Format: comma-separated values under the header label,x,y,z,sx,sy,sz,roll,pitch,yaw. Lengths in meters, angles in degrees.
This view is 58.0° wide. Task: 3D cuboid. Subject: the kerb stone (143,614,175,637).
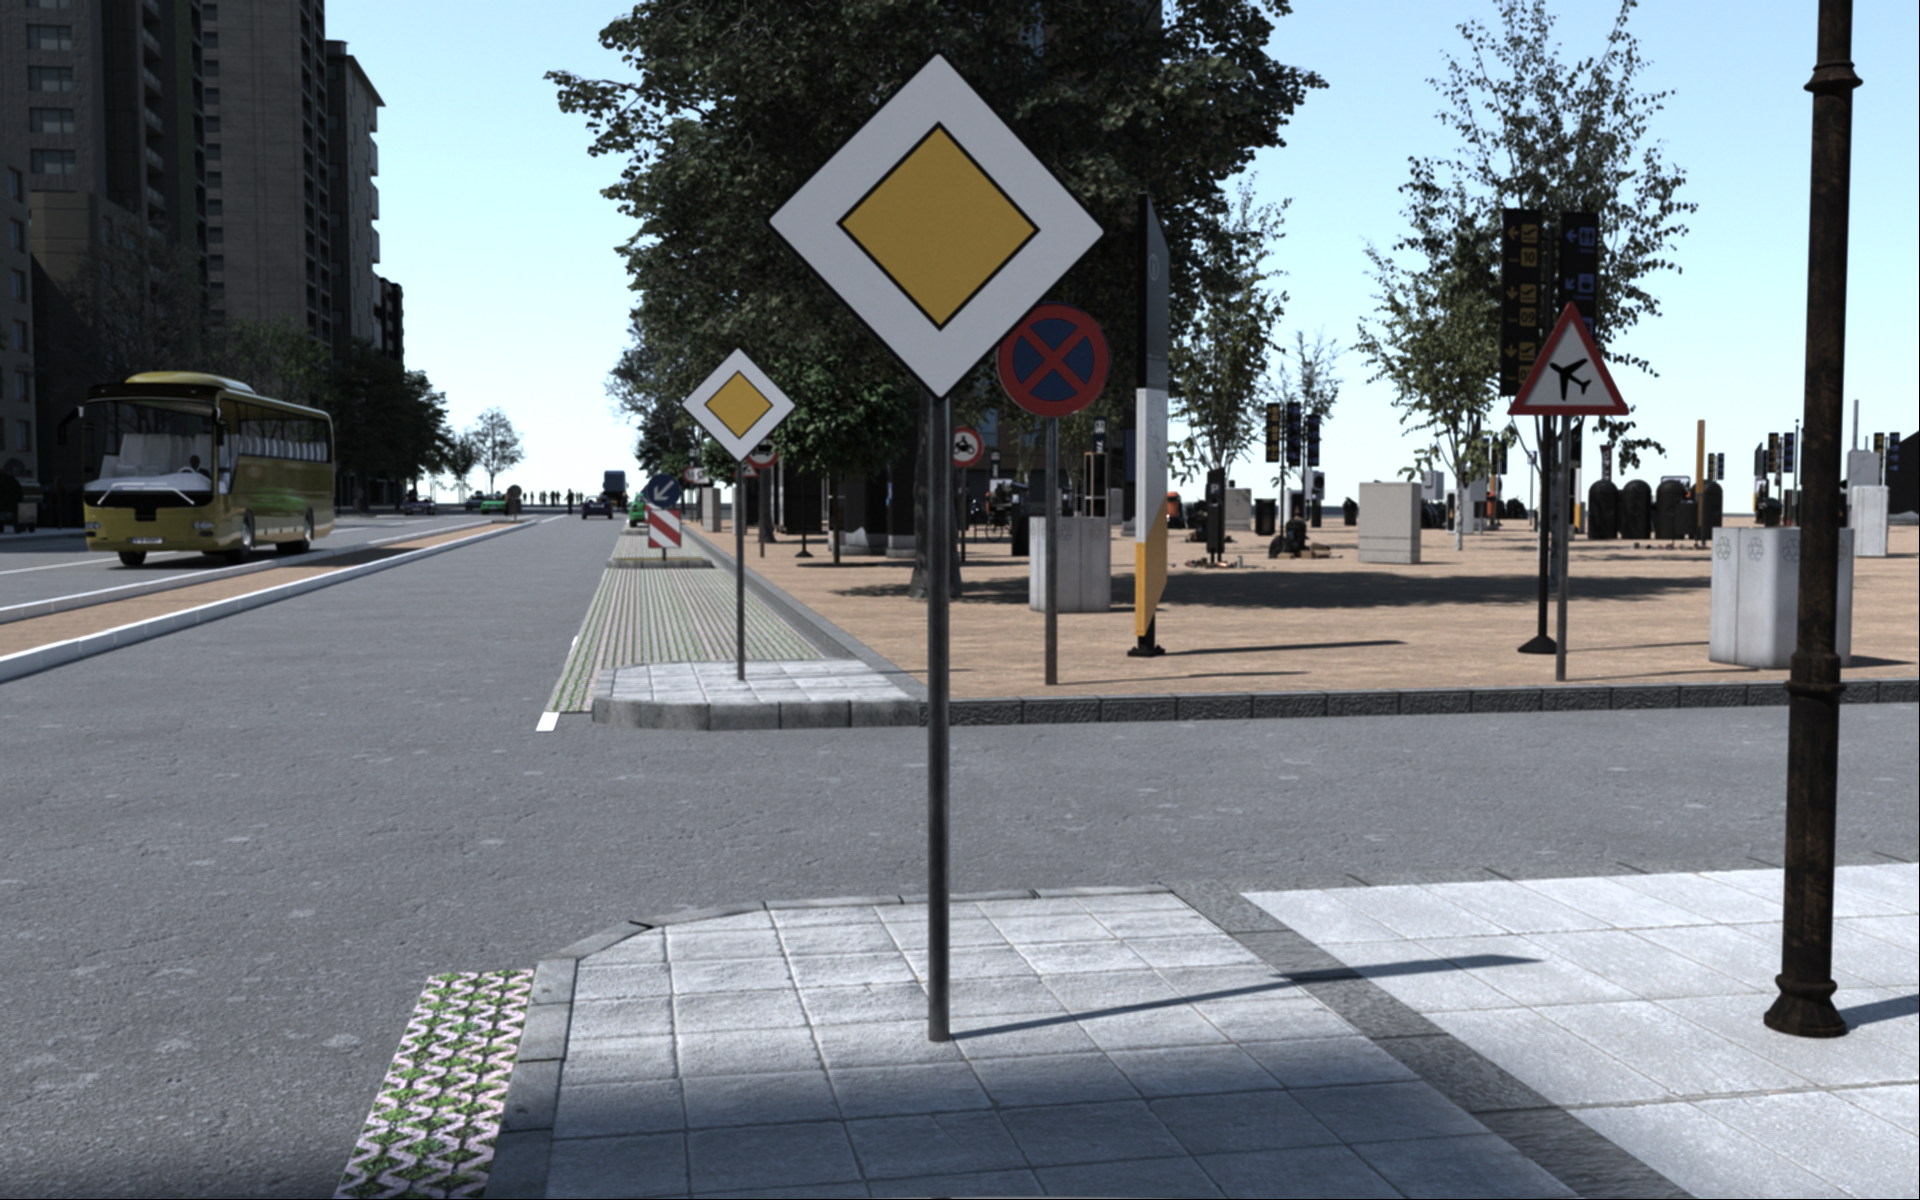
label,x,y,z,sx,sy,sz,roll,pitch,yaw
kerb stone,-8.248,0.274,17.716,0.120,0.150,1.000,-1,4,-10

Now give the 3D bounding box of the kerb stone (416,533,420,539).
label,x,y,z,sx,sy,sz,roll,pitch,yaw
kerb stone,-17.215,-1.980,54.568,0.120,0.150,1.000,-1,4,-10

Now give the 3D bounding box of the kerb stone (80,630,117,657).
label,x,y,z,sx,sy,sz,roll,pitch,yaw
kerb stone,-7.880,0.405,15.706,0.120,0.150,1.000,-1,4,-10

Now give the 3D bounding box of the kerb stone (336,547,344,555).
label,x,y,z,sx,sy,sz,roll,pitch,yaw
kerb stone,-14.594,-1.117,40.452,0.120,0.150,1.000,-1,4,-10

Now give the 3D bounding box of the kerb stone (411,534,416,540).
label,x,y,z,sx,sy,sz,roll,pitch,yaw
kerb stone,-17.035,-1.918,53.559,0.120,0.150,1.000,-1,4,-10

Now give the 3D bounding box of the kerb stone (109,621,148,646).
label,x,y,z,sx,sy,sz,roll,pitch,yaw
kerb stone,-8.064,0.337,16.711,0.120,0.150,1.000,-1,4,-10

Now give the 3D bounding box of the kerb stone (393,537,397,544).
label,x,y,z,sx,sy,sz,roll,pitch,yaw
kerb stone,-16.290,-1.667,49.523,0.120,0.150,1.000,-1,4,-10

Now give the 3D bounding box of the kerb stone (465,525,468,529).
label,x,y,z,sx,sy,sz,roll,pitch,yaw
kerb stone,-20.030,-2.906,69.702,0.120,0.150,1.000,-1,4,-10

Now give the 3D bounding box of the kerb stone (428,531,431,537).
label,x,y,z,sx,sy,sz,roll,pitch,yaw
kerb stone,-17.787,-2.161,57.587,0.120,0.150,1.000,-1,4,-10

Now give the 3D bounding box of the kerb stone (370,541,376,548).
label,x,y,z,sx,sy,sz,roll,pitch,yaw
kerb stone,-15.544,-1.423,45.486,0.120,0.150,1.000,-1,4,-10

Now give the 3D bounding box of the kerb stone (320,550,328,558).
label,x,y,z,sx,sy,sz,roll,pitch,yaw
kerb stone,-14.230,-0.993,38.432,0.120,0.150,1.000,-1,4,-10

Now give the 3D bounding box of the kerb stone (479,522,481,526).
label,x,y,z,sx,sy,sz,roll,pitch,yaw
kerb stone,-21.165,-3.274,75.767,0.120,0.150,1.000,-1,4,-10

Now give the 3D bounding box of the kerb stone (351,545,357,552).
label,x,y,z,sx,sy,sz,roll,pitch,yaw
kerb stone,-14.985,-1.240,42.471,0.120,0.150,1.000,-1,4,-10

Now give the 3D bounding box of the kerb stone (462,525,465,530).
label,x,y,z,sx,sy,sz,roll,pitch,yaw
kerb stone,-19.847,-2.839,68.692,0.120,0.150,1.000,-1,4,-10

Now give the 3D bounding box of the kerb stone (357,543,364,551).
label,x,y,z,sx,sy,sz,roll,pitch,yaw
kerb stone,-15.159,-1.298,43.478,0.120,0.150,1.000,-1,4,-10

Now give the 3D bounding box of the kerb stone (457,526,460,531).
label,x,y,z,sx,sy,sz,roll,pitch,yaw
kerb stone,-19.472,-2.720,66.672,0.120,0.150,1.000,-1,4,-10

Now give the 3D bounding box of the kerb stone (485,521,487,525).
label,x,y,z,sx,sy,sz,roll,pitch,yaw
kerb stone,-21.722,-3.462,78.791,0.120,0.150,1.000,-1,4,-10

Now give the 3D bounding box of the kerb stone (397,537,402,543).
label,x,y,z,sx,sy,sz,roll,pitch,yaw
kerb stone,-16.473,-1.723,50.529,0.120,0.150,1.000,-1,4,-10

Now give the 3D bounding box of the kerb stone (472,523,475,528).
label,x,y,z,sx,sy,sz,roll,pitch,yaw
kerb stone,-20.590,-3.089,72.735,0.120,0.150,1.000,-1,4,-10

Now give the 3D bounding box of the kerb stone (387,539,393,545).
label,x,y,z,sx,sy,sz,roll,pitch,yaw
kerb stone,-16.101,-1.610,48.517,0.120,0.150,1.000,-1,4,-10

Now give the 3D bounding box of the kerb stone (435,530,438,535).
label,x,y,z,sx,sy,sz,roll,pitch,yaw
kerb stone,-18.170,-2.287,59.608,0.120,0.150,1.000,-1,4,-10

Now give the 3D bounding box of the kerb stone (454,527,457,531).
label,x,y,z,sx,sy,sz,roll,pitch,yaw
kerb stone,-19.288,-2.658,65.667,0.120,0.150,1.000,-1,4,-10

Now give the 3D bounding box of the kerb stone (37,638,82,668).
label,x,y,z,sx,sy,sz,roll,pitch,yaw
kerb stone,-7.696,0.458,14.700,0.120,0.150,1.000,-1,4,-10

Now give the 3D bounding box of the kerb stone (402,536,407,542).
label,x,y,z,sx,sy,sz,roll,pitch,yaw
kerb stone,-16.666,-1.793,51.532,0.120,0.150,1.000,-1,4,-10

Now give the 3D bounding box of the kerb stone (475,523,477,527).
label,x,y,z,sx,sy,sz,roll,pitch,yaw
kerb stone,-20.781,-3.153,73.745,0.120,0.150,1.000,-1,4,-10

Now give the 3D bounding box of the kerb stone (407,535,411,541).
label,x,y,z,sx,sy,sz,roll,pitch,yaw
kerb stone,-16.857,-1.850,52.553,0.120,0.150,1.000,-1,4,-10

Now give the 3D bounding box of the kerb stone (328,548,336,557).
label,x,y,z,sx,sy,sz,roll,pitch,yaw
kerb stone,-14.420,-1.055,39.445,0.120,0.150,1.000,-1,4,-10

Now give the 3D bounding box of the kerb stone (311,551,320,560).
label,x,y,z,sx,sy,sz,roll,pitch,yaw
kerb stone,-14.039,-0.932,37.428,0.120,0.150,1.000,-1,4,-10

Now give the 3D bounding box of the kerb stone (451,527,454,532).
label,x,y,z,sx,sy,sz,roll,pitch,yaw
kerb stone,-19.098,-2.593,64.657,0.120,0.150,1.000,-1,4,-10

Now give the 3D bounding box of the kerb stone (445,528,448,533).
label,x,y,z,sx,sy,sz,roll,pitch,yaw
kerb stone,-18.720,-2.473,62.637,0.120,0.150,1.000,-1,4,-10

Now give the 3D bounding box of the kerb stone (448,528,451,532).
label,x,y,z,sx,sy,sz,roll,pitch,yaw
kerb stone,-18.914,-2.535,63.640,0.120,0.150,1.000,-1,4,-10

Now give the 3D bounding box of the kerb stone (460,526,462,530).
label,x,y,z,sx,sy,sz,roll,pitch,yaw
kerb stone,-19.656,-2.782,67.681,0.120,0.150,1.000,-1,4,-10

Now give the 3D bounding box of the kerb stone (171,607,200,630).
label,x,y,z,sx,sy,sz,roll,pitch,yaw
kerb stone,-8.434,0.213,18.721,0.120,0.150,1.000,-1,4,-10

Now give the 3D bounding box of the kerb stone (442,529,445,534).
label,x,y,z,sx,sy,sz,roll,pitch,yaw
kerb stone,-18.540,-2.406,61.619,0.120,0.150,1.000,-1,4,-10

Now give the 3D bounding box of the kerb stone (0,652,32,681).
label,x,y,z,sx,sy,sz,roll,pitch,yaw
kerb stone,-7.499,0.520,13.687,0.120,0.150,1.000,-1,4,-10

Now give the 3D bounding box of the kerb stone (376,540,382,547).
label,x,y,z,sx,sy,sz,roll,pitch,yaw
kerb stone,-15.725,-1.486,46.496,0.120,0.150,1.000,-1,4,-10

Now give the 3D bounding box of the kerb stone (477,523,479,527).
label,x,y,z,sx,sy,sz,roll,pitch,yaw
kerb stone,-20.969,-3.211,74.750,0.120,0.150,1.000,-1,4,-10

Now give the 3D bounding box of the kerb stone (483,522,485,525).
label,x,y,z,sx,sy,sz,roll,pitch,yaw
kerb stone,-21.535,-3.400,77.787,0.120,0.150,1.000,-1,4,-10

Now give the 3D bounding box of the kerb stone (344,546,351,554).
label,x,y,z,sx,sy,sz,roll,pitch,yaw
kerb stone,-14.795,-1.174,41.461,0.120,0.150,1.000,-1,4,-10

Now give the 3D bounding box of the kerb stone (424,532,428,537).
label,x,y,z,sx,sy,sz,roll,pitch,yaw
kerb stone,-17.599,-2.100,56.582,0.120,0.150,1.000,-1,4,-10

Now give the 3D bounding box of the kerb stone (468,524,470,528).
label,x,y,z,sx,sy,sz,roll,pitch,yaw
kerb stone,-20.230,-2.968,70.717,0.120,0.150,1.000,-1,4,-10

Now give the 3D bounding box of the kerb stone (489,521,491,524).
label,x,y,z,sx,sy,sz,roll,pitch,yaw
kerb stone,-22.099,-3.585,80.810,0.120,0.150,1.000,-1,4,-10

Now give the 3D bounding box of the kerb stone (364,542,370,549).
label,x,y,z,sx,sy,sz,roll,pitch,yaw
kerb stone,-15.353,-1.361,44.482,0.120,0.150,1.000,-1,4,-10

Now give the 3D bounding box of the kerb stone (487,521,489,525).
label,x,y,z,sx,sy,sz,roll,pitch,yaw
kerb stone,-21.909,-3.520,79.799,0.120,0.150,1.000,-1,4,-10

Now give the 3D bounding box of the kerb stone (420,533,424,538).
label,x,y,z,sx,sy,sz,roll,pitch,yaw
kerb stone,-17.416,-2.042,55.576,0.120,0.150,1.000,-1,4,-10

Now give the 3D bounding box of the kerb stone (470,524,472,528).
label,x,y,z,sx,sy,sz,roll,pitch,yaw
kerb stone,-20.412,-3.029,71.725,0.120,0.150,1.000,-1,4,-10

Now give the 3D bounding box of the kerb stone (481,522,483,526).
label,x,y,z,sx,sy,sz,roll,pitch,yaw
kerb stone,-21.350,-3.338,76.772,0.120,0.150,1.000,-1,4,-10

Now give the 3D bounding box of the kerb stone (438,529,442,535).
label,x,y,z,sx,sy,sz,roll,pitch,yaw
kerb stone,-18.346,-2.350,60.615,0.120,0.150,1.000,-1,4,-10

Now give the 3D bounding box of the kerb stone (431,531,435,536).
label,x,y,z,sx,sy,sz,roll,pitch,yaw
kerb stone,-17.972,-2.225,58.599,0.120,0.150,1.000,-1,4,-10

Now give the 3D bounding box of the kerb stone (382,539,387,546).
label,x,y,z,sx,sy,sz,roll,pitch,yaw
kerb stone,-15.919,-1.548,47.512,0.120,0.150,1.000,-1,4,-10
